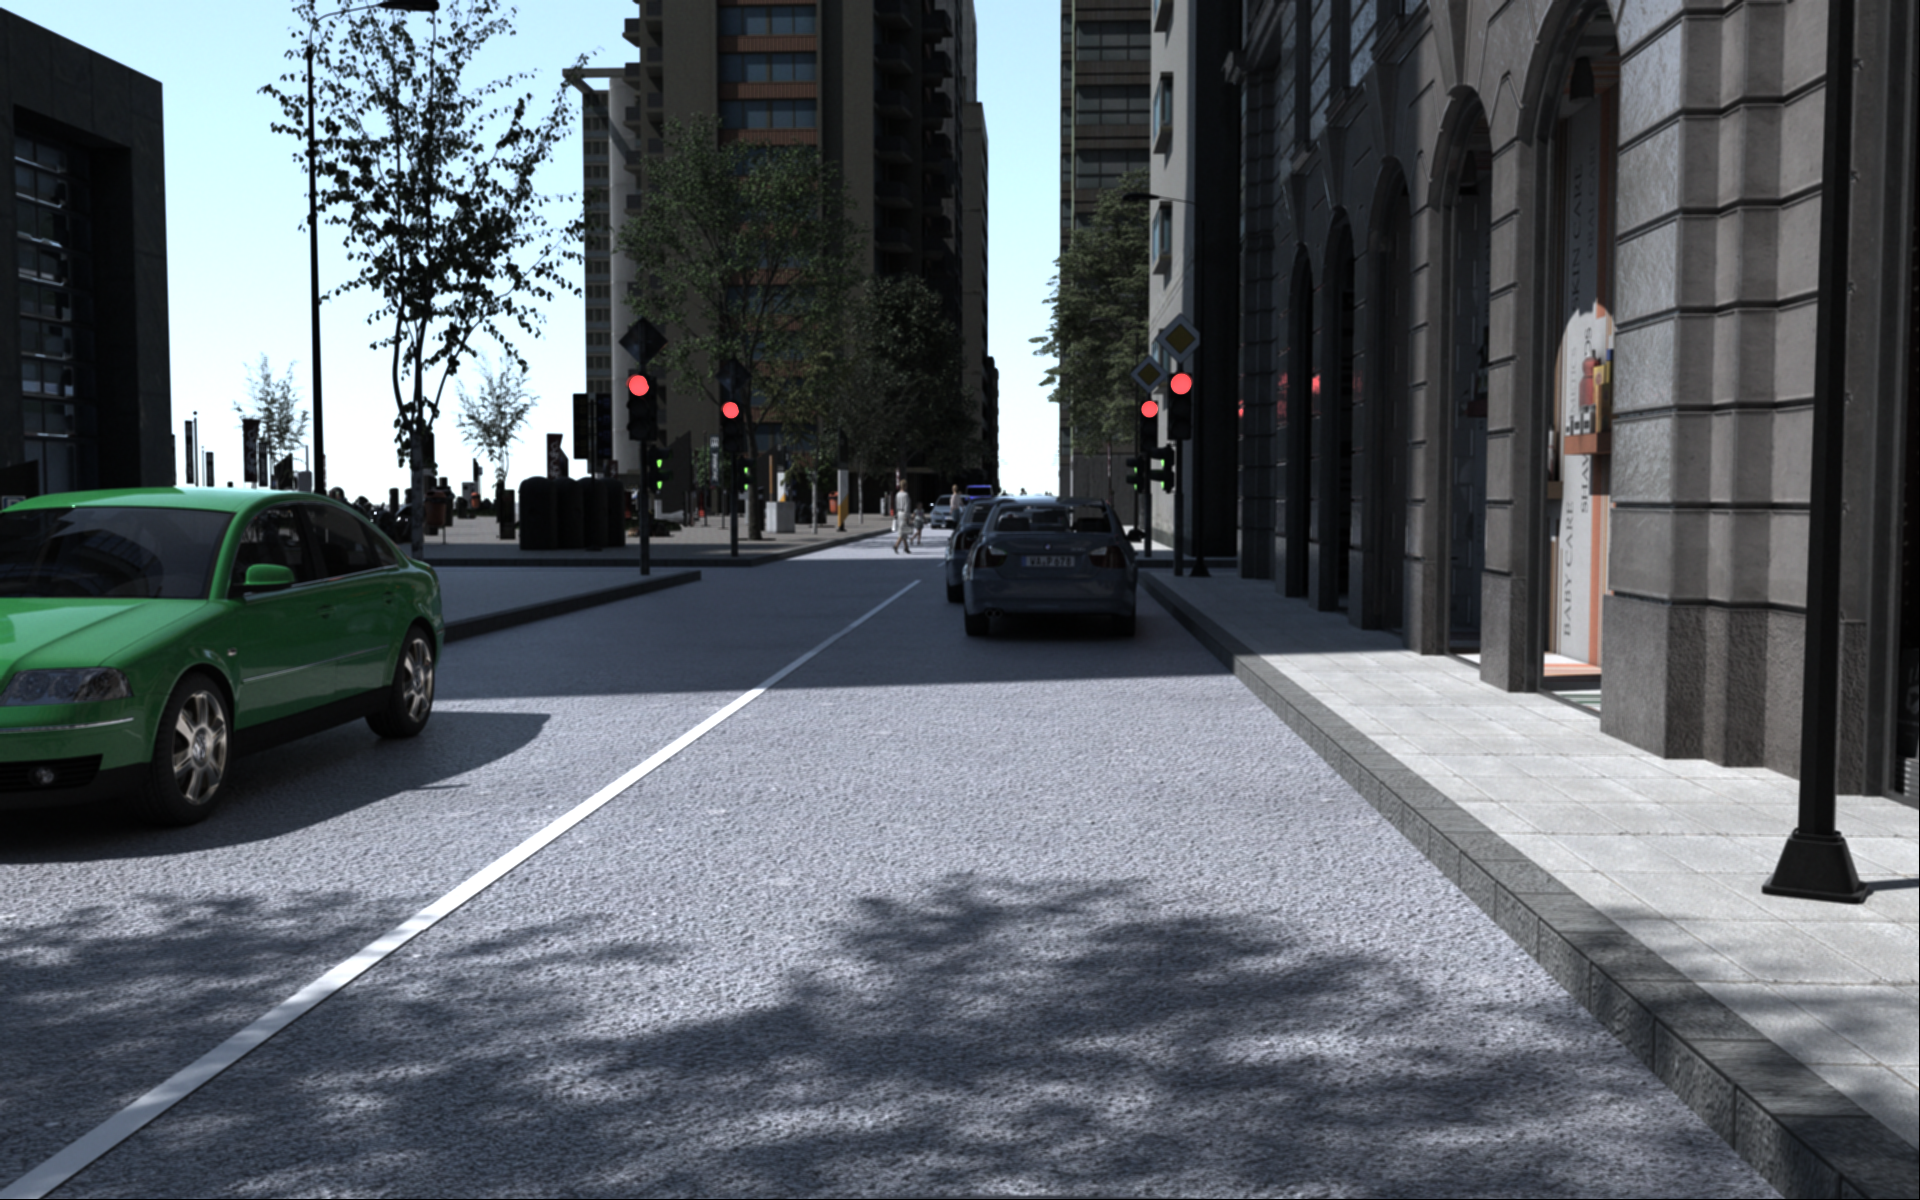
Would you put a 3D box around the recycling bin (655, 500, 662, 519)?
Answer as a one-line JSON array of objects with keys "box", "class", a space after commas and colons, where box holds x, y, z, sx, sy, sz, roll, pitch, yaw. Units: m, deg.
[{"box": [-12.950, -3.873, 75.870, 0.722, 1.027, 0.722, 0, 4, -1], "class": "recycling bin"}]

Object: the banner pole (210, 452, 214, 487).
[{"box": [-39.141, -6.121, 90.089, 0.401, 3.779, 0.863, 2, 4, 31], "class": "banner pole"}]

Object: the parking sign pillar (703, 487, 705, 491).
[{"box": [-13.089, -5.730, 82.165, 1.447, 3.967, 1.447, 0, 4, 7], "class": "parking sign pillar"}]

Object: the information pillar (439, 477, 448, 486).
[{"box": [-22.217, -4.282, 74.504, 0.304, 2.012, 0.304, -2, 4, -32], "class": "information pillar"}]

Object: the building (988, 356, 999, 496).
[{"box": [-8.973, -23.685, 232.295, 27.650, 21.520, 28.899, 0, 4, 3], "class": "building"}]

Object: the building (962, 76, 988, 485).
[{"box": [-7.652, -35.593, 205.648, 21.300, 48.544, 21.600, 0, 4, 3], "class": "building"}]

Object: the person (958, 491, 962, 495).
[{"box": [-0.017, -6.043, 109.105, 0.330, 1.601, 0.589, 0, 4, 7], "class": "person"}]

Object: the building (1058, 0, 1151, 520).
[{"box": [12.918, -25.612, 102.353, 14.154, 41.232, 14.086, 0, 4, 3], "class": "building"}]

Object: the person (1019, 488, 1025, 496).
[{"box": [3.671, -5.778, 103.236, 0.850, 1.792, 0.678, 1, 4, 10], "class": "person"}]

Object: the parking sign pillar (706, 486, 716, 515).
[{"box": [-15.570, -7.135, 105.135, 1.447, 3.967, 1.447, 1, 4, 17], "class": "parking sign pillar"}]

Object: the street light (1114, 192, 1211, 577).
[{"box": [3.193, -3.319, 26.807, 1.470, 5.913, 1.316, 0, 4, 3], "class": "street light"}]

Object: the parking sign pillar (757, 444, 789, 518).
[{"box": [-10.232, -6.359, 92.449, 1.447, 3.967, 1.447, 1, 4, 19], "class": "parking sign pillar"}]

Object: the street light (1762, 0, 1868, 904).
[{"box": [2.221, -2.013, 5.449, 1.470, 5.913, 1.316, 0, 4, 3], "class": "street light"}]

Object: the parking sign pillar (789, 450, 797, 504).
[{"box": [-10.116, -6.999, 102.912, 1.447, 3.967, 1.447, -2, 4, -27], "class": "parking sign pillar"}]

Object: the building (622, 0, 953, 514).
[{"box": [-11.924, -28.763, 124.906, 22.147, 44.769, 28.867, 0, 4, 3], "class": "building"}]

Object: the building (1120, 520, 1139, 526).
[{"box": [11.905, -23.974, 75.566, 14.154, 41.232, 14.086, 0, 4, 3], "class": "building"}]

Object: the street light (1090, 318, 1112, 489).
[{"box": [4.124, -4.481, 45.807, 1.470, 5.913, 1.316, 0, 4, 3], "class": "street light"}]

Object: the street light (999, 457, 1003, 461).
[{"box": [4.271, -14.908, 216.282, 1.470, 5.913, 1.316, 0, 4, 3], "class": "street light"}]

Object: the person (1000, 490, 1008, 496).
[{"box": [4.079, -9.181, 158.595, 1.348, 1.826, 0.705, 1, 4, 20], "class": "person"}]

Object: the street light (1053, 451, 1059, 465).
[{"box": [11.061, -13.060, 186.074, 1.470, 5.913, 1.316, 0, 4, 3], "class": "street light"}]

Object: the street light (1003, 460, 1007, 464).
[{"box": [5.385, -16.205, 237.493, 1.470, 5.913, 1.316, 0, 4, 3], "class": "street light"}]

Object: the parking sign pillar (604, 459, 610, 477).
[{"box": [-22.670, -7.488, 110.904, 1.447, 3.967, 1.447, 0, 4, -3], "class": "parking sign pillar"}]

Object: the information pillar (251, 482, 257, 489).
[{"box": [-27.370, -4.634, 67.124, 0.183, 3.616, 0.504, -2, 4, -35], "class": "information pillar"}]

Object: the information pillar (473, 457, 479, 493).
[{"box": [-30.926, -7.297, 110.660, 0.183, 3.616, 0.504, 1, 4, 21], "class": "information pillar"}]

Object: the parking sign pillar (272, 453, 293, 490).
[{"box": [-43.808, -7.557, 112.030, 1.447, 3.967, 1.447, 2, 4, 32], "class": "parking sign pillar"}]

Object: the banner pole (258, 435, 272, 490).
[{"box": [-29.361, -5.096, 73.333, 0.401, 3.779, 0.863, 2, 4, 30], "class": "banner pole"}]

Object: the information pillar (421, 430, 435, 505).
[{"box": [-17.143, -3.938, 55.747, 0.183, 3.616, 0.504, 3, 5, 43], "class": "information pillar"}]

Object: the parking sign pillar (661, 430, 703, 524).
[{"box": [-12.029, -5.213, 73.711, 1.447, 3.967, 1.447, 1, 4, 13], "class": "parking sign pillar"}]

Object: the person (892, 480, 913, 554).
[{"box": [-1.406, -2.006, 41.658, 0.624, 1.780, 0.694, -1, 4, -23], "class": "person"}]

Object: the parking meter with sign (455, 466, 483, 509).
[{"box": [-31.147, -6.938, 109.698, 1.738, 3.016, 0.543, 1, 4, 12], "class": "parking meter with sign"}]

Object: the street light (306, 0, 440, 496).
[{"box": [-5.551, -2.679, 16.338, 1.470, 5.913, 1.316, 0, 4, 3], "class": "street light"}]

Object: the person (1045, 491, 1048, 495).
[{"box": [12.615, -14.985, 253.139, 1.348, 1.869, 0.705, -3, 4, -36], "class": "person"}]

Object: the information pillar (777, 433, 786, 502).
[{"box": [-6.841, -4.590, 66.401, 0.183, 3.616, 0.504, -3, 5, -41], "class": "information pillar"}]

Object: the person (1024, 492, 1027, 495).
[{"box": [8.371, -12.767, 217.963, 0.721, 1.743, 1.217, 2, 4, 24], "class": "person"}]

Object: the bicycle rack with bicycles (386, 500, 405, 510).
[{"box": [-32.052, -5.449, 102.473, 2.925, 0.926, 2.852, 1, 4, 16], "class": "bicycle rack with bicycles"}]

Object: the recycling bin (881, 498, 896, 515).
[{"box": [-4.506, -5.885, 108.779, 0.722, 1.027, 0.722, 2, 4, 26], "class": "recycling bin"}]

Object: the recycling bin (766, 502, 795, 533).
[{"box": [-5.882, -2.707, 56.807, 0.722, 1.027, 0.722, -2, 4, -35], "class": "recycling bin"}]

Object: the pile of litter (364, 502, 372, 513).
[{"box": [-32.994, -5.009, 95.855, 1.176, 0.858, 1.719, -2, 4, -25], "class": "pile of litter"}]

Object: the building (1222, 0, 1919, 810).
[{"box": [9.606, -10.561, 14.480, 13.314, 21.916, 24.055, 0, 4, 3], "class": "building"}]

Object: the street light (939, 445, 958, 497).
[{"box": [-0.750, -8.561, 112.521, 1.470, 5.913, 1.316, 0, 4, 3], "class": "street light"}]

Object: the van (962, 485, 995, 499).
[{"box": [1.289, -6.881, 116.895, 2.240, 2.365, 5.245, 0, 4, 2], "class": "van"}]

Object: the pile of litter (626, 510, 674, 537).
[{"box": [-9.491, -2.334, 52.123, 1.719, 0.858, 1.176, 0, 4, -3], "class": "pile of litter"}]

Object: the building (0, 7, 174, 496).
[{"box": [-28.490, -42.927, 14.528, 31.000, 86.520, 22.319, 0, 4, 3], "class": "building"}]

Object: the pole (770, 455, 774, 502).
[{"box": [-9.936, -5.970, 91.447, 0.158, 3.312, 0.155, 0, 3, 0], "class": "pole"}]

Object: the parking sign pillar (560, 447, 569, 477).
[{"box": [-20.712, -6.183, 89.557, 1.447, 3.967, 1.447, -3, 5, -39], "class": "parking sign pillar"}]

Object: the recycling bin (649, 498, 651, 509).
[{"box": [-18.891, -5.559, 103.451, 0.722, 1.027, 0.722, 0, 4, -1], "class": "recycling bin"}]

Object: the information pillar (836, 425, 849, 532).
[{"box": [-4.009, -4.156, 59.301, 0.183, 3.616, 0.504, 2, 4, 35], "class": "information pillar"}]

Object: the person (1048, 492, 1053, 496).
[{"box": [12.090, -13.613, 231.601, 0.617, 1.759, 0.750, 1, 4, 16], "class": "person"}]

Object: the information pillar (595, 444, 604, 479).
[{"box": [-14.203, -4.705, 68.281, 0.183, 3.616, 0.504, 2, 4, 24], "class": "information pillar"}]

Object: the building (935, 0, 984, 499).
[{"box": [-5.675, -49.976, 255.357, 20.563, 71.187, 20.611, 0, 4, 3], "class": "building"}]

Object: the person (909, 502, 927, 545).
[{"box": [-1.165, -2.160, 48.824, 0.505, 1.210, 0.382, -3, 5, -44], "class": "person"}]

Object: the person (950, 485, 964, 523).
[{"box": [0.012, -3.013, 58.437, 0.598, 1.740, 0.731, 1, 4, 18], "class": "person"}]

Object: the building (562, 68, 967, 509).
[{"box": [-15.715, -28.120, 151.640, 32.217, 40.220, 23.993, 0, 4, 3], "class": "building"}]

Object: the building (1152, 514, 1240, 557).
[{"box": [15.721, -25.700, 43.896, 21.600, 48.544, 21.300, 0, 4, 3], "class": "building"}]

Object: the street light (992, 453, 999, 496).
[{"box": [3.316, -13.608, 195.030, 1.470, 5.913, 1.316, 0, 4, 3], "class": "street light"}]

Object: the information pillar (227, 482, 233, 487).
[{"box": [-43.103, -5.983, 102.321, 0.304, 2.012, 0.304, -2, 4, -29], "class": "information pillar"}]
